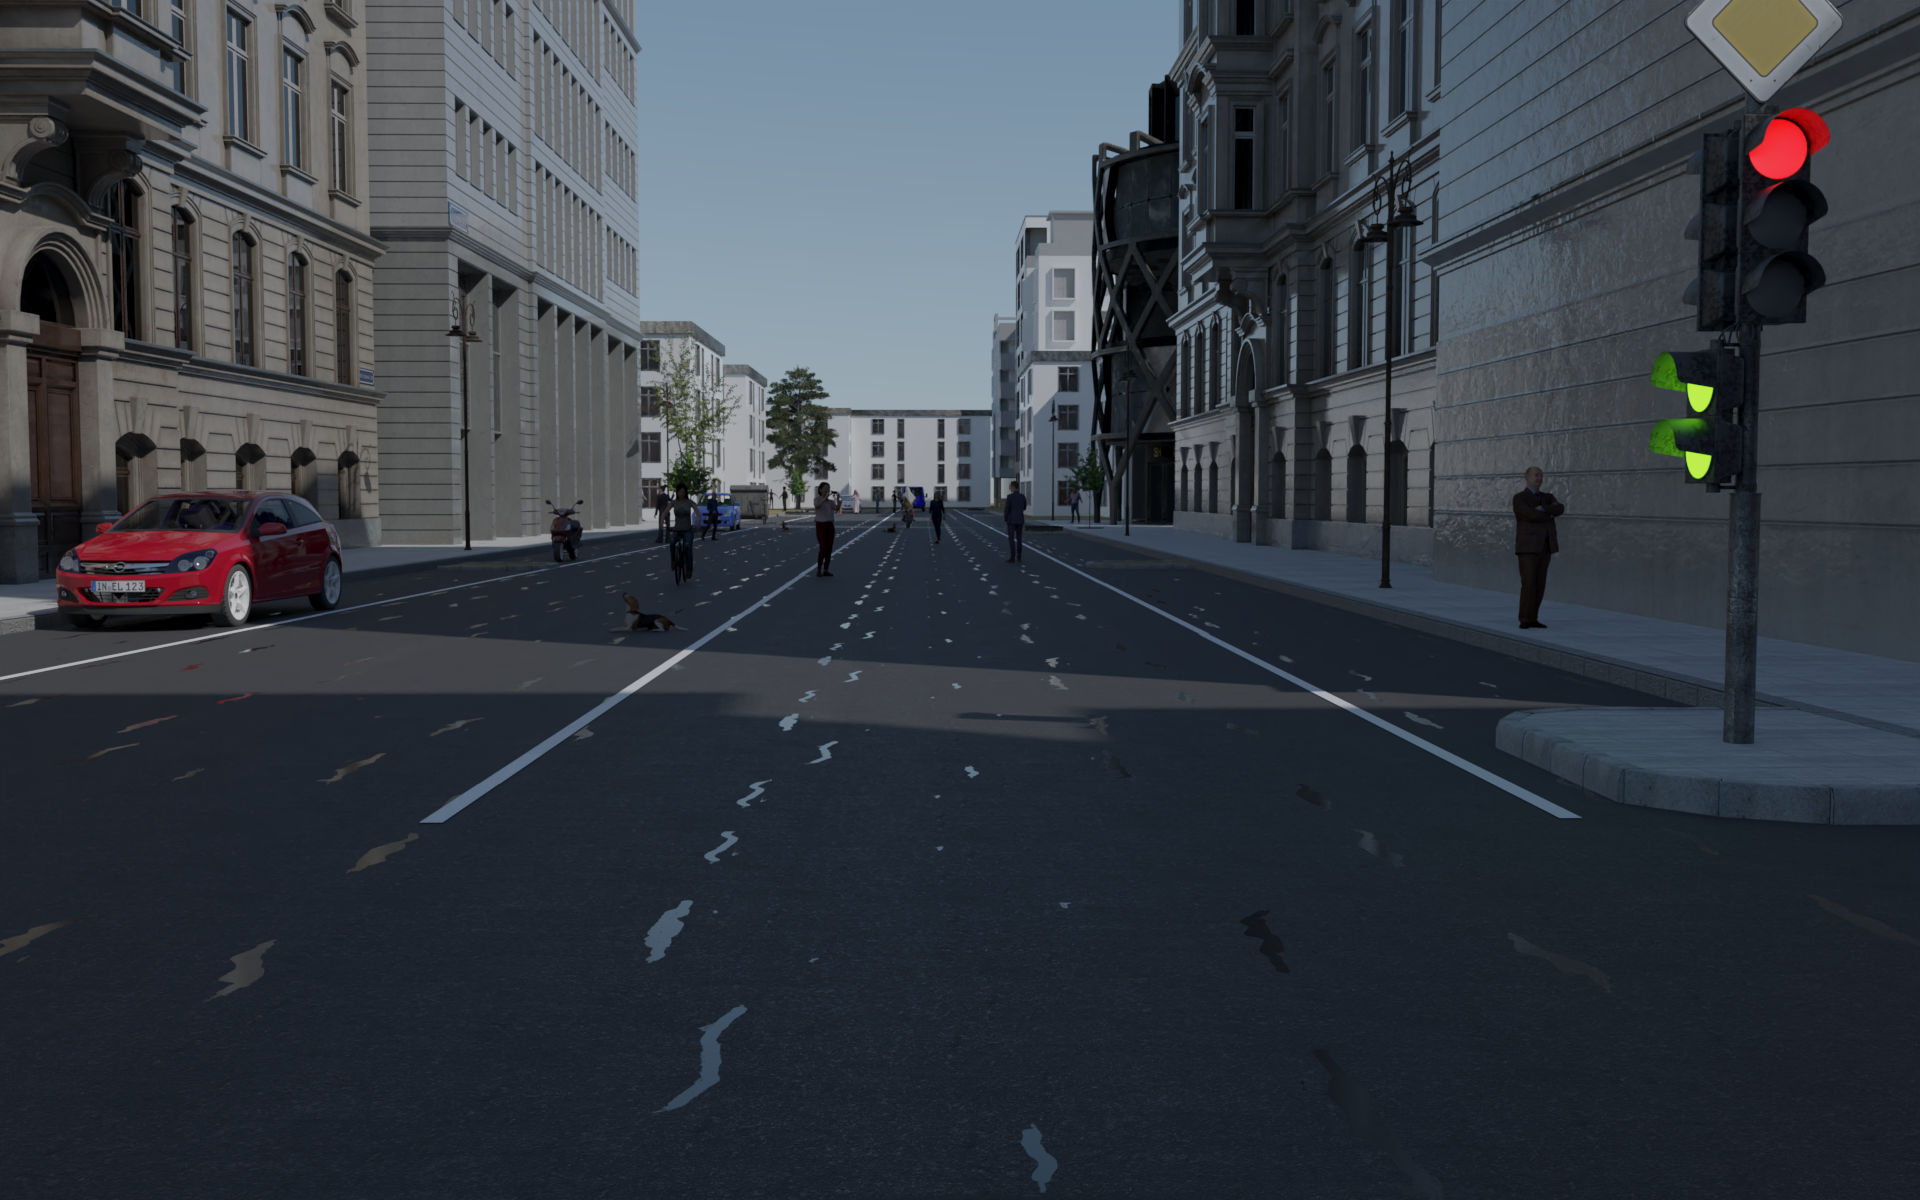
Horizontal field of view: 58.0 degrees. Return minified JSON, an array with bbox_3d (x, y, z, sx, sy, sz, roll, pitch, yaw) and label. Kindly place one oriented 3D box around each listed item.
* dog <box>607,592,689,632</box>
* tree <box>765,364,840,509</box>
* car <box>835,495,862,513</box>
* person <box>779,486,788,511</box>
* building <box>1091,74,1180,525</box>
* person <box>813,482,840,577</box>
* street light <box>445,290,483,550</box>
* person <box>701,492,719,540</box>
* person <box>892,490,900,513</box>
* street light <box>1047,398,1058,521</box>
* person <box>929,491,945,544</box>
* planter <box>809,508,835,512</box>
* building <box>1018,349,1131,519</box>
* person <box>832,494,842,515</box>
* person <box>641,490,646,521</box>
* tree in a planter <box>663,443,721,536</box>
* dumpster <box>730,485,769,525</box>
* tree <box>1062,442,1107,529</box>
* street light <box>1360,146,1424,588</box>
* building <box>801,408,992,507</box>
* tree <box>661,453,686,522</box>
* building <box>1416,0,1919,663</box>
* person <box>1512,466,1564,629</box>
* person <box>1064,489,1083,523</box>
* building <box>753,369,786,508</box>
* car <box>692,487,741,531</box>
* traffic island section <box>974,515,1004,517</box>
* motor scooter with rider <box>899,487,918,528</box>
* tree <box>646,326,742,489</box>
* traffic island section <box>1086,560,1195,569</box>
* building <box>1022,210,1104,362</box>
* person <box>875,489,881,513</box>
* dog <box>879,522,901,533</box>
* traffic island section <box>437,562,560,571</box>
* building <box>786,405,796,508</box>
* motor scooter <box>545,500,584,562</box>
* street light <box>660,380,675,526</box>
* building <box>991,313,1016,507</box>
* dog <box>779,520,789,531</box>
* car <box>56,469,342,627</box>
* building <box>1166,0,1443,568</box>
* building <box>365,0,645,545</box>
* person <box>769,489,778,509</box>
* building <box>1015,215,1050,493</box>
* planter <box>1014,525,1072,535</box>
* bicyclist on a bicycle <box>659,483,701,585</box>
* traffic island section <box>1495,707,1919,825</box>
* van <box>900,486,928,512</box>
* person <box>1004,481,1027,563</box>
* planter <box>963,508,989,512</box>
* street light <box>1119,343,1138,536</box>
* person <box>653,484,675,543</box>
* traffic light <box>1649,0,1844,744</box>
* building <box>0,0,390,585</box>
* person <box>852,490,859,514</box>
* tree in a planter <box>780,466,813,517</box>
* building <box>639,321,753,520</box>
[{"bbox_3d":[-3.252,0.131,18.054,0.748,0.427,0.550,1,4,21],"label":"dog"},{"bbox_3d":[-13.540,-13.667,145.517,6.751,12.117,7.091,0,3,0],"label":"tree"},{"bbox_3d":[-8.591,-7.430,133.845,2.083,1.381,4.827,0,4,-1],"label":"car"},{"bbox_3d":[-13.087,-7.533,128.842,0.705,1.869,1.348,1,4,22],"label":"person"},{"bbox_3d":[14.055,-12.719,75.407,16.820,18.784,16.811,0,4,-1],"label":"building"},{"bbox_3d":[-2.305,-1.234,30.128,0.517,1.644,0.566,0,4,7],"label":"person"},{"bbox_3d":[-11.244,-4.074,39.402,0.468,5.910,1.993,0,4,-1],"label":"street light"},{"bbox_3d":[-7.651,-2.588,53.500,0.574,1.496,0.600,-2,4,-31],"label":"person"},{"bbox_3d":[-4.839,-7.386,130.085,0.721,1.723,1.217,-2,4,-31],"label":"person"},{"bbox_3d":[4.499,-6.781,83.659,0.468,5.910,1.993,0,4,-1],"label":"street light"},{"bbox_3d":[-0.670,-2.400,50.275,0.480,1.512,0.613,-1,4,-10],"label":"person"},{"bbox_3d":[-11.053,-7.187,138.639,1.991,0.319,1.994,0,4,-1],"label":"planter"},{"bbox_3d":[8.703,-9.756,101.653,9.099,9.664,28.070,0,4,-1],"label":"building"},{"bbox_3d":[-8.310,-6.439,116.972,0.628,1.438,0.799,2,4,24],"label":"person"},{"bbox_3d":[-14.977,-4.587,80.901,0.709,1.838,0.599,-3,5,-40],"label":"person"},{"bbox_3d":[-9.370,-3.851,60.180,1.991,3.239,1.994,0,4,-1],"label":"tree in a planter"},{"bbox_3d":[-9.954,-4.506,81.891,1.865,1.857,1.264,0,4,-1],"label":"dumpster"},{"bbox_3d":[4.870,-4.280,64.575,1.663,3.219,1.824,0,3,0],"label":"tree"},{"bbox_3d":[5.814,-3.101,23.490,0.468,5.910,1.993,0,4,-1],"label":"street light"},{"bbox_3d":[-10.842,-14.114,172.910,28.070,9.664,9.099,0,4,-1],"label":"building"},{"bbox_3d":[-13.267,-5.290,81.094,1.663,3.219,1.824,0,3,0],"label":"tree"},{"bbox_3d":[28.596,-14.735,17.331,44.131,29.872,17.030,0,4,-1],"label":"building"},{"bbox_3d":[5.535,-0.505,16.577,0.482,1.546,0.388,-1,4,-14],"label":"person"},{"bbox_3d":[5.066,-4.191,76.531,0.963,1.587,0.435,2,4,24],"label":"person"},{"bbox_3d":[-18.551,-11.250,126.084,9.099,9.664,28.070,0,4,-1],"label":"building"},{"bbox_3d":[-9.610,-3.597,68.394,1.945,1.707,3.694,0,4,-3],"label":"car"},{"bbox_3d":[1.863,-5.375,110.753,1.991,0.108,1.994,0,4,-1],"label":"traffic island section"},{"bbox_3d":[-2.172,-3.955,73.621,0.876,1.779,1.986,0,4,-3],"label":"motor scooter with rider"},{"bbox_3d":[-11.949,-7.696,76.198,4.737,8.622,4.395,0,3,0],"label":"tree"},{"bbox_3d":[3.510,-0.691,34.161,1.991,0.108,1.994,0,4,-1],"label":"traffic island section"},{"bbox_3d":[12.451,-16.213,121.502,16.016,20.091,11.380,0,4,-1],"label":"building"},{"bbox_3d":[-6.199,-7.474,130.786,0.705,1.814,1.350,0,4,7],"label":"person"},{"bbox_3d":[-2.581,-2.681,64.025,0.748,0.427,0.550,3,4,36],"label":"dog"},{"bbox_3d":[-8.806,-0.640,33.337,1.991,0.108,1.994,0,4,-1],"label":"traffic island section"},{"bbox_3d":[-29.107,-13.018,154.991,28.070,9.664,9.099,0,4,-1],"label":"building"},{"bbox_3d":[-8.466,-1.498,37.264,0.815,1.314,1.986,0,4,0],"label":"motor scooter"},{"bbox_3d":[-11.875,-5.969,70.384,0.468,5.910,1.993,0,4,-1],"label":"street light"},{"bbox_3d":[9.149,-19.563,176.269,11.380,20.091,16.016,0,4,-1],"label":"building"},{"bbox_3d":[-6.845,-2.858,66.926,0.550,0.427,0.748,1,4,17],"label":"dog"},{"bbox_3d":[-8.662,-0.671,20.008,2.155,1.783,4.494,0,4,0],"label":"car"},{"bbox_3d":[13.086,-13.750,43.896,14.460,24.649,34.723,0,4,-1],"label":"building"},{"bbox_3d":[-18.462,-17.116,57.334,11.434,29.767,29.804,0,4,-1],"label":"building"},{"bbox_3d":[-16.324,-8.750,149.831,1.217,1.743,0.721,0,4,-6],"label":"person"},{"bbox_3d":[18.392,-18.341,143.850,27.936,21.610,32.646,0,4,-1],"label":"building"},{"bbox_3d":[2.913,-2.477,61.637,1.991,0.319,1.994,0,4,-1],"label":"planter"},{"bbox_3d":[-4.437,-1.077,27.623,1.499,1.676,1.625,0,4,-3],"label":"bicyclist on a bicycle"},{"bbox_3d":[4.045,0.815,8.951,2.009,0.180,2.903,0,4,-1],"label":"traffic island section"},{"bbox_3d":[-3.780,-8.371,141.244,2.240,2.365,5.245,0,4,0],"label":"van"},{"bbox_3d":[1.165,-1.650,36.401,0.541,1.710,0.530,-1,4,-21],"label":"person"},{"bbox_3d":[1.266,-7.152,138.070,1.991,0.319,1.994,0,4,-1],"label":"planter"},{"bbox_3d":[5.143,-4.911,53.076,0.468,5.910,1.993,0,4,-1],"label":"street light"},{"bbox_3d":[-8.678,-2.545,50.917,0.445,1.727,0.742,1,4,18],"label":"person"},{"bbox_3d":[4.005,-1.198,8.837,0.839,4.213,0.868,0,4,-1],"label":"traffic light"},{"bbox_3d":[-19.157,-12.610,25.263,14.460,24.649,34.723,0,4,-1],"label":"building"},{"bbox_3d":[-7.458,-7.028,124.082,0.551,1.740,0.621,0,4,-4],"label":"person"},{"bbox_3d":[-10.459,-6.949,110.841,1.991,3.239,1.994,0,4,-1],"label":"tree in a planter"},{"bbox_3d":[-17.826,-9.537,98.075,9.099,9.664,28.070,0,4,-1],"label":"building"}]
